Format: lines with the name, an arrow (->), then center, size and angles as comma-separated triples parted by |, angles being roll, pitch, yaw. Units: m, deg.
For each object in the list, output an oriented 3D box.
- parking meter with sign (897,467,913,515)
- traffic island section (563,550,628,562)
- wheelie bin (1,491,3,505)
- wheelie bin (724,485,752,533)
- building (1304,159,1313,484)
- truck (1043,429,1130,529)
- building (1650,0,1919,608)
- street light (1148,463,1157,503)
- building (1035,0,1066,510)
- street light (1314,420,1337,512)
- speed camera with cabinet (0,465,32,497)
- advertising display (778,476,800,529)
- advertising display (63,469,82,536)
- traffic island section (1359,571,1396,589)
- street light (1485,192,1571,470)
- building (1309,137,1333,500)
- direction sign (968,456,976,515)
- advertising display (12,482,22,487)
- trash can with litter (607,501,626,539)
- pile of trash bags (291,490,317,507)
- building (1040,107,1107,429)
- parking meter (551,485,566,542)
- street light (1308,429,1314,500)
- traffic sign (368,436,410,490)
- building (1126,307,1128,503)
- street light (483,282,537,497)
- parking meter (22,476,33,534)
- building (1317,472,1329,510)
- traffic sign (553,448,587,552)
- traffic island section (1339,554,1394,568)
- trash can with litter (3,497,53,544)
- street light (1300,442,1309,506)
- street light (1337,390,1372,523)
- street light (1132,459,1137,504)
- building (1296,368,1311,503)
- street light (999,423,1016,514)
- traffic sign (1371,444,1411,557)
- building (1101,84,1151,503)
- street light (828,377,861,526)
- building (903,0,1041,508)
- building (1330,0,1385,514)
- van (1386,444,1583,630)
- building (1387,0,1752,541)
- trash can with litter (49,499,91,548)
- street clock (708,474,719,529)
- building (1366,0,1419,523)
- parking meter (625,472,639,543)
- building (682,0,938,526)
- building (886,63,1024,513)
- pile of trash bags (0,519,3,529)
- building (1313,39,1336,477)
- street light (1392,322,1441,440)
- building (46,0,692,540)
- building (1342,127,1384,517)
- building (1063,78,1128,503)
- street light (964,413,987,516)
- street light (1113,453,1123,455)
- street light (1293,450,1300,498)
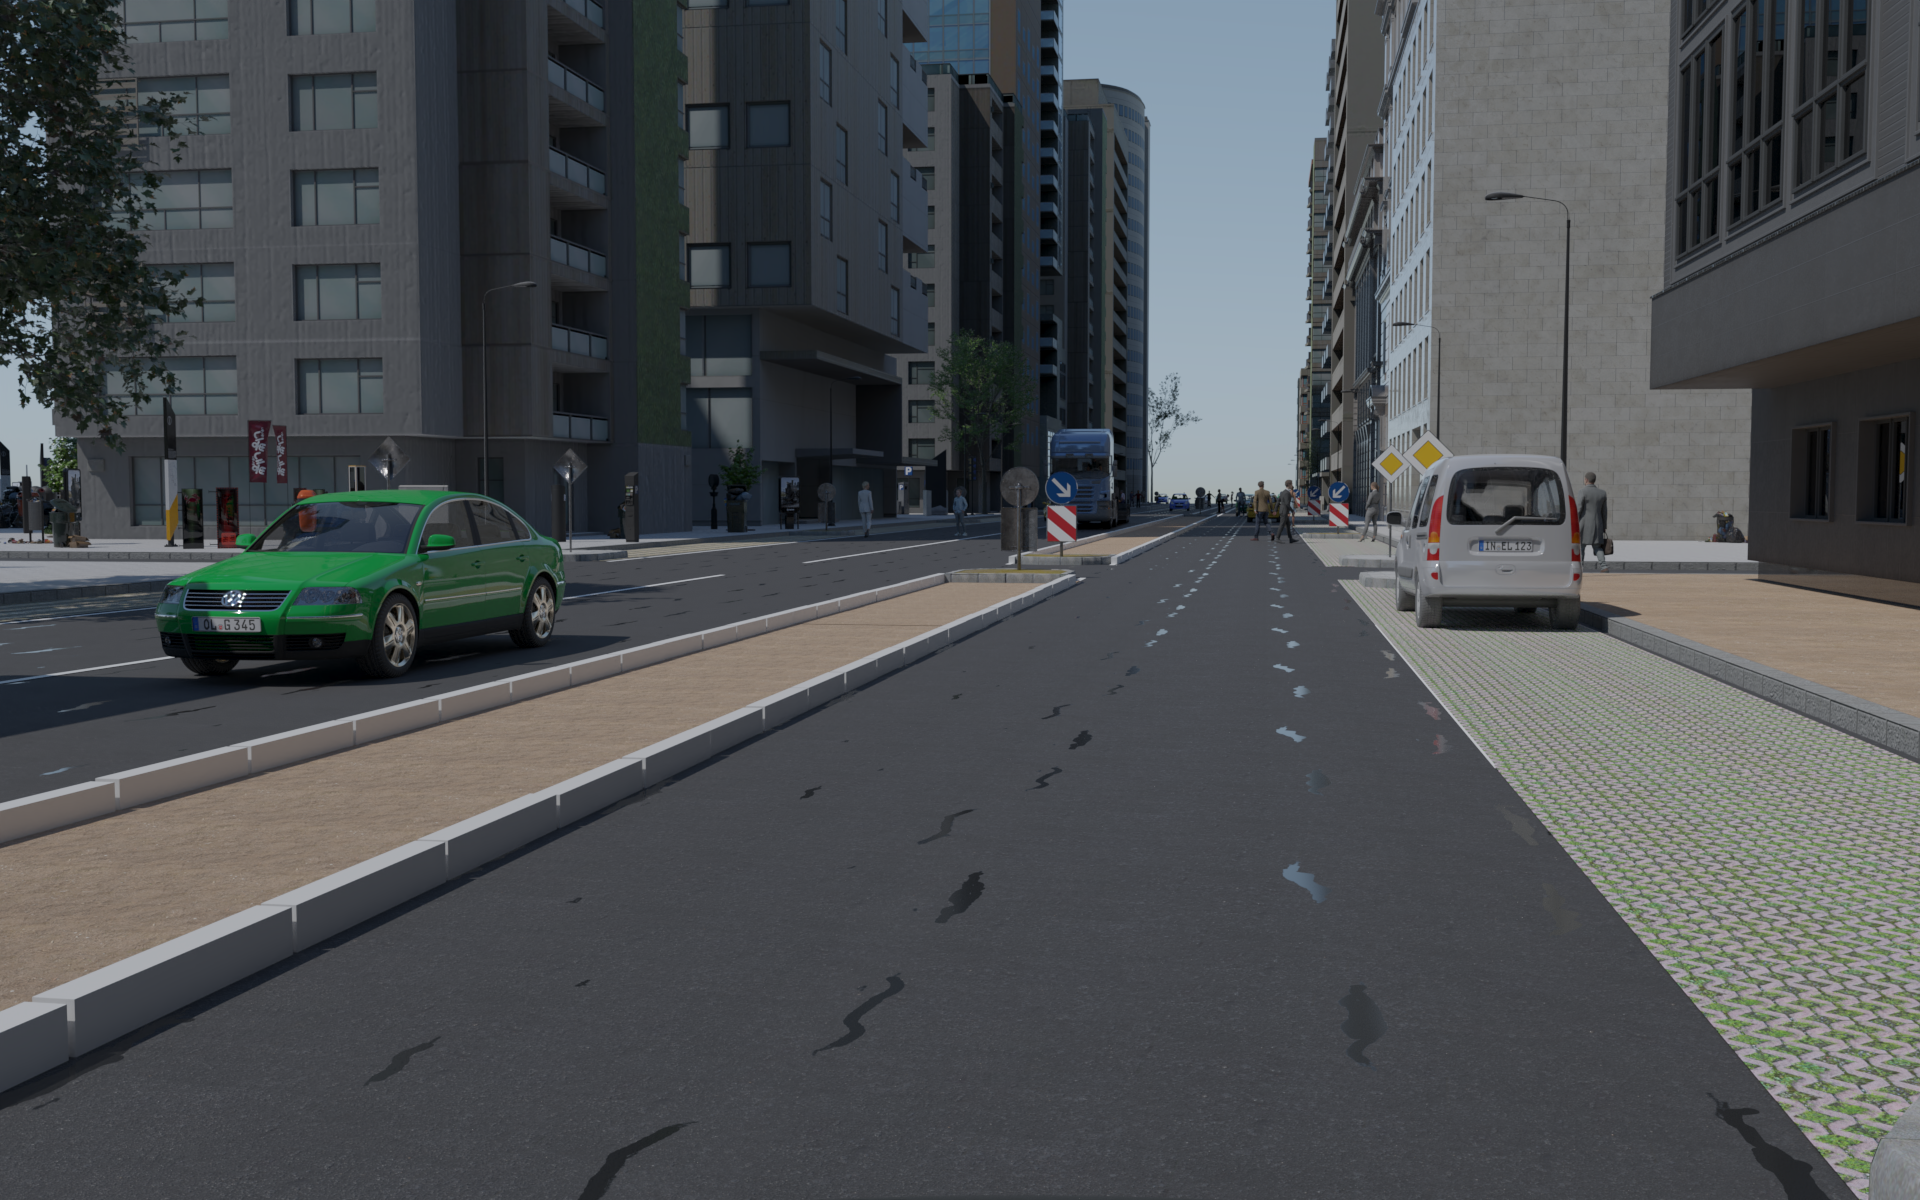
parking meter with sign -> -3.591, -6.909, 109.229 | 0.543, 3.016, 1.738 | 2, 4, 24
traffic island section -> -8.592, -0.970, 38.139 | 2.009, 0.180, 2.903 | 1, 4, 10
wheelie bin -> -38.736, -3.851, 70.876 | 0.980, 1.594, 0.693 | 1, 4, 21
wheelie bin -> -7.427, -3.052, 57.812 | 0.980, 1.594, 0.693 | 0, 4, 4
building -> 55.418, -34.628, 220.786 | 22.147, 44.769, 28.867 | 1, 4, 10
truck -> 5.974, -5.360, 77.387 | 2.967, 4.110, 18.799 | 1, 4, 8
building -> 15.088, -13.387, 12.390 | 14.314, 27.812, 24.014 | 1, 4, 10
street light -> 28.532, -17.393, 256.922 | 1.470, 5.913, 1.316 | 1, 4, 10
building -> -1.198, -51.628, 156.786 | 22.319, 86.520, 31.000 | 1, 4, 10
street light -> 23.020, -8.286, 108.024 | 1.470, 5.913, 1.316 | 1, 4, 10
speed camera with cabinet -> -63.613, -7.495, 116.879 | 2.038, 3.252, 0.660 | 1, 4, 20
advertising display -> -6.220, -3.541, 63.117 | 0.123, 1.923, 0.974 | 3, 5, 41
advertising display -> -22.612, -2.381, 44.147 | 0.123, 1.923, 0.974 | -1, 4, -9
traffic island section -> 7.346, -0.302, 27.226 | 2.009, 0.180, 2.903 | 1, 4, 10
street light -> 8.764, -3.313, 26.706 | 1.470, 5.913, 1.316 | 1, 4, 10
building -> 47.748, -31.609, 200.405 | 14.154, 41.232, 14.086 | 1, 4, 10
direction sign -> 0.744, -6.860, 104.154 | 0.379, 3.537, 0.876 | -2, 4, -31
advertising display -> -50.254, -5.329, 92.350 | 0.974, 1.923, 0.123 | 3, 5, 39
trash can with litter -> -9.718, -2.343, 49.693 | 1.055, 1.170, 0.624 | 3, 4, 37
pile of trash bags -> -35.417, -4.973, 91.062 | 1.912, 1.369, 3.447 | 1, 4, 12
building -> 7.507, -30.330, 179.486 | 14.154, 41.232, 14.086 | 1, 4, 10
parking meter -> -10.729, -2.317, 46.298 | 0.372, 1.533, 0.369 | 0, 3, 0
street light -> 25.673, -9.194, 122.864 | 1.470, 5.913, 1.316 | 1, 4, 10
traffic sign -> -9.954, -1.625, 30.208 | 0.795, 2.450, 0.064 | 1, 4, 10
building -> 14.296, -27.785, 225.978 | 14.160, 30.474, 14.107 | 1, 4, 10
street light -> -9.933, -4.012, 38.129 | 1.470, 5.913, 1.316 | 1, 4, 10
parking meter -> -30.401, -3.103, 56.448 | 0.255, 1.863, 0.399 | -2, 4, -24
building -> 45.407, -27.320, 138.557 | 32.217, 40.220, 23.993 | 1, 4, 10
traffic sign -> -8.568, -2.106, 38.073 | 0.795, 2.450, 0.064 | 1, 4, 10
traffic island section -> 8.732, -0.783, 35.091 | 2.009, 0.180, 2.903 | 1, 4, 10
trash can with litter -> -24.249, -2.086, 45.164 | 2.233, 1.210, 1.678 | 2, 4, 27
street light -> 31.121, -11.067, 153.493 | 1.470, 5.913, 1.316 | 1, 4, 10
street light -> 17.699, -6.412, 77.372 | 1.470, 5.913, 1.316 | 1, 4, 10
street light -> 23.174, -15.519, 226.277 | 1.470, 5.913, 1.316 | 1, 4, 10
building -> 62.817, -24.736, 249.468 | 27.650, 21.520, 28.899 | 1, 4, 10
street light -> 3.282, -8.631, 113.650 | 1.470, 5.913, 1.316 | 1, 4, 10
traffic sign -> 8.707, -1.919, 35.018 | 0.795, 2.450, 0.064 | 1, 4, 10
building -> 15.599, -43.171, 247.848 | 21.231, 58.520, 28.212 | 1, 4, 10
street light -> -4.593, -5.886, 68.778 | 1.470, 5.913, 1.316 | 1, 4, 10
building -> -1.523, -29.633, 134.604 | 14.600, 45.320, 14.200 | 1, 4, 10
building -> 36.491, -30.157, 116.765 | 21.300, 48.544, 21.600 | 1, 4, 10
van -> 5.917, -0.775, 19.678 | 2.013, 2.044, 4.112 | 1, 4, 10
building -> 19.719, -12.274, 55.433 | 10.420, 20.320, 16.860 | 1, 4, 10
trash can with litter -> -21.220, -1.836, 41.399 | 1.055, 1.170, 0.624 | 1, 4, 23
street clock -> -8.956, -3.577, 63.051 | 0.358, 2.002, 0.471 | -2, 4, -33
building -> 24.805, -17.566, 73.113 | 13.634, 28.700, 20.117 | 1, 4, 10
parking meter -> -8.706, -2.462, 45.968 | 0.255, 1.863, 0.399 | 1, 4, 11
building -> -16.730, -30.104, 81.443 | 28.713, 52.752, 27.495 | 1, 4, 10
building -> -3.476, -21.332, 120.476 | 14.160, 30.474, 14.107 | 1, 4, 10
pile of trash bags -> -35.571, -3.368, 64.821 | 3.447, 1.369, 1.912 | 3, 5, 40
building -> 46.391, -33.412, 165.896 | 23.786, 49.044, 30.456 | 1, 4, 10
street light -> 12.340, -4.537, 46.727 | 1.470, 5.913, 1.316 | 1, 4, 10
building -> -17.290, -22.576, 52.715 | 14.154, 41.232, 14.086 | 1, 4, 10
building -> 28.403, -15.535, 95.799 | 13.314, 21.916, 24.055 | 1, 4, 10
building -> 8.583, -35.711, 207.571 | 21.300, 48.544, 21.600 | 1, 4, 10
street light -> 0.832, -7.760, 99.411 | 1.470, 5.913, 1.316 | 1, 4, 10
street light -> 17.723, -13.646, 195.648 | 1.470, 5.913, 1.316 | 1, 4, 10
street light -> 36.489, -12.942, 184.137 | 1.470, 5.913, 1.316 | 1, 4, 10
